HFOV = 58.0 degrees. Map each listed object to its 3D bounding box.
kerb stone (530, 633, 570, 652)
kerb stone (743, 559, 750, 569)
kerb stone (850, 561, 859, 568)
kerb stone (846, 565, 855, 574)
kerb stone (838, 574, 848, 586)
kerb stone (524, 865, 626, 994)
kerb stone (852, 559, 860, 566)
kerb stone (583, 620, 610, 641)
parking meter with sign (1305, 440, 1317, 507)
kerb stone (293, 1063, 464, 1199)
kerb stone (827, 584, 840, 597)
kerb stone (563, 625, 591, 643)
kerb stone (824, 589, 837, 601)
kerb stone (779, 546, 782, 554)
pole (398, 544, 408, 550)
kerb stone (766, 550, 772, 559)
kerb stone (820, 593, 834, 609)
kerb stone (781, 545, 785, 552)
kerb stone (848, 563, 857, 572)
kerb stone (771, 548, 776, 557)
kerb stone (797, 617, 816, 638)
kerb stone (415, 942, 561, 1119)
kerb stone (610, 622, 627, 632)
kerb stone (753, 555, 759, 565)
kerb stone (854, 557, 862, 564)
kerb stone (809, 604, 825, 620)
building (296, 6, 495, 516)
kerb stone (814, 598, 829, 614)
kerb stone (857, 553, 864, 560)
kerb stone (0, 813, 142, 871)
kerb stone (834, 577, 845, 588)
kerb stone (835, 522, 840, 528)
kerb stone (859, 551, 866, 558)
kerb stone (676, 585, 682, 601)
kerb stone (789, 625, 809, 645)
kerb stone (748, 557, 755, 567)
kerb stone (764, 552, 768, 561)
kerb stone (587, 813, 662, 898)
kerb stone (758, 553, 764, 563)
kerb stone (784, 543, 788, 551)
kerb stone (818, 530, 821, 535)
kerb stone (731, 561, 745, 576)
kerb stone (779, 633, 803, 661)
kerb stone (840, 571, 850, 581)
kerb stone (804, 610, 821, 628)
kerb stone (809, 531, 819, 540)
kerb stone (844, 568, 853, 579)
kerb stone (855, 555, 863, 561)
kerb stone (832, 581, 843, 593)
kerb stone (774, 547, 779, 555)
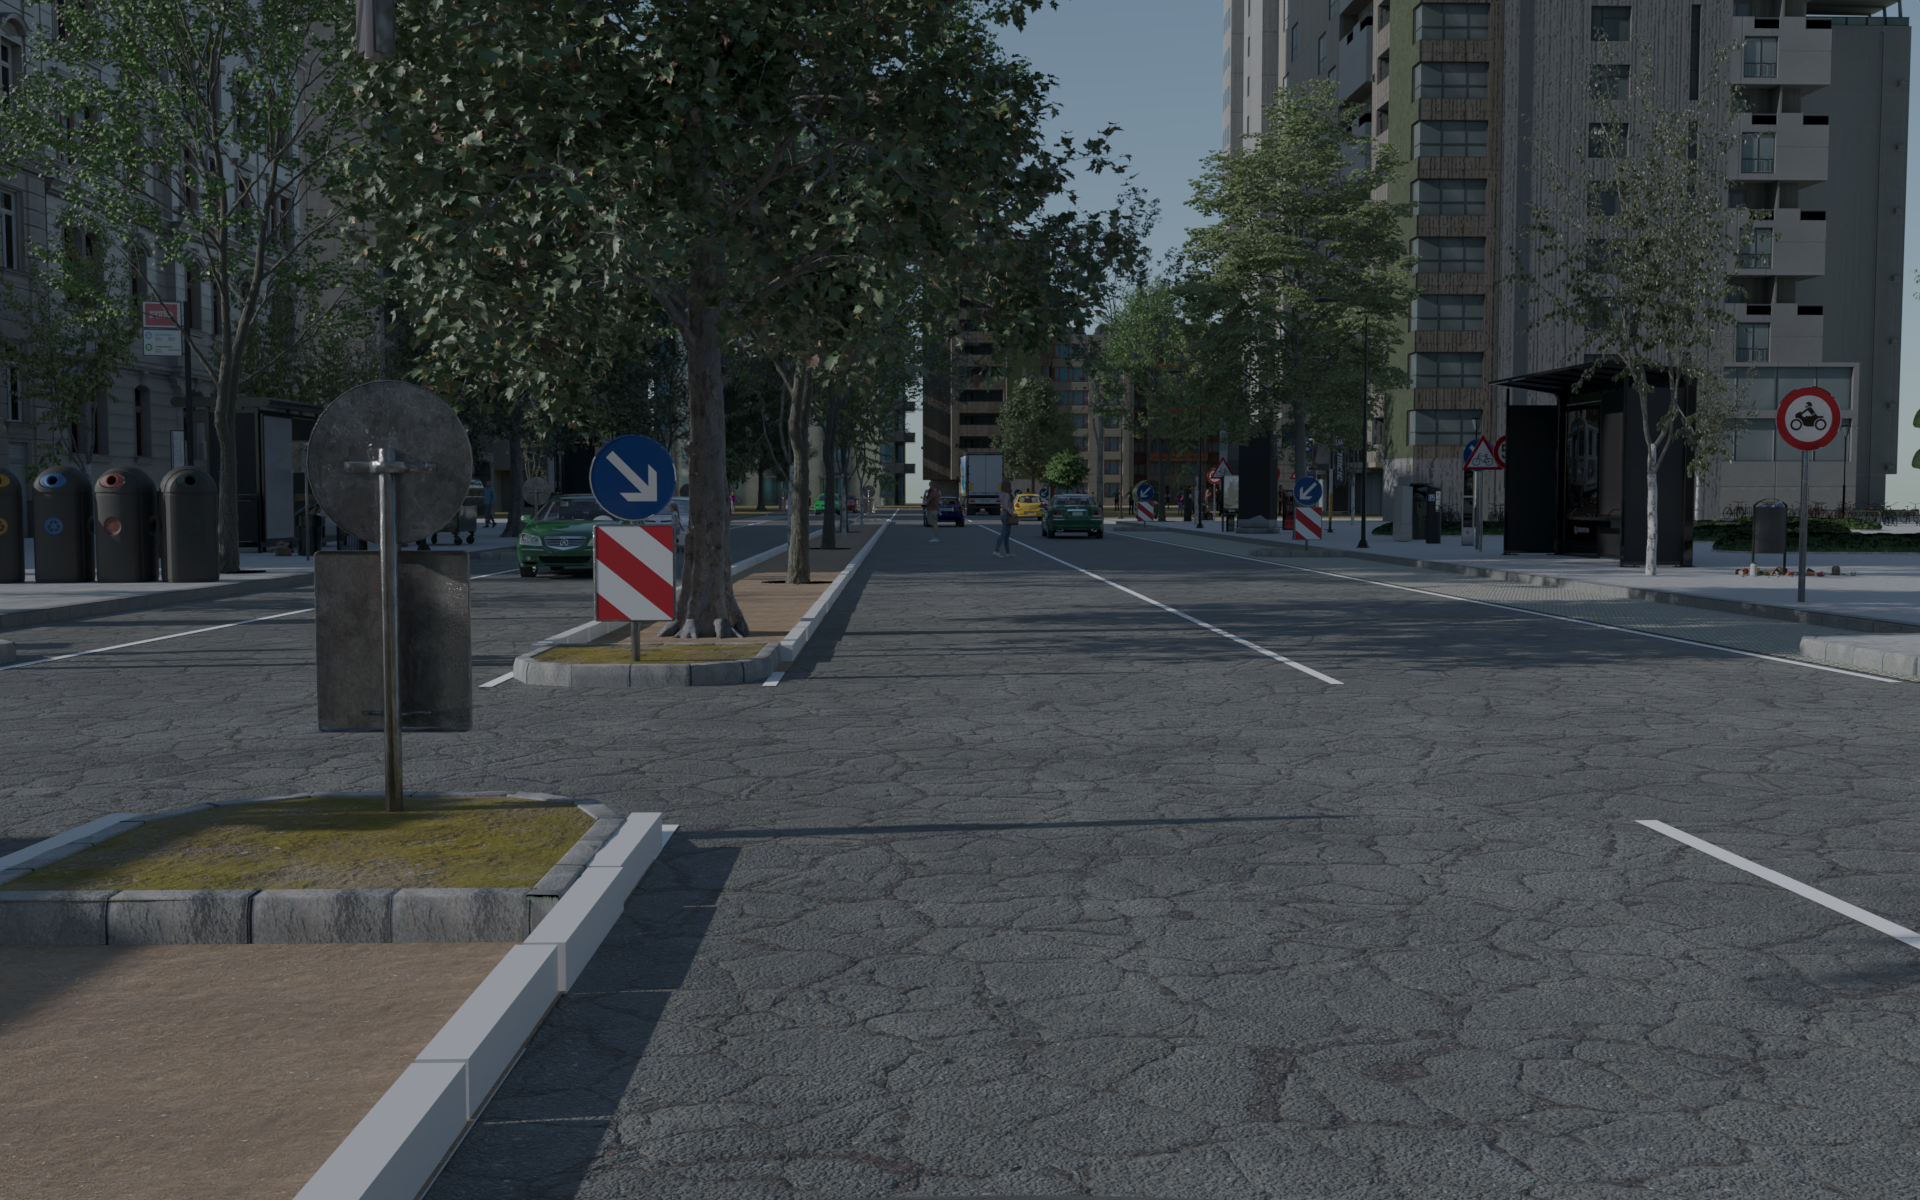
[{"bbox_3d":[-3.598,0.430,15.167,0.120,0.150,1.000,0,4,-2],"label":"kerb stone"},{"bbox_3d":[-4.105,-0.637,32.615,0.120,0.150,1.000,0,4,-2],"label":"kerb stone"},{"bbox_3d":[-1.974,-0.577,31.624,0.120,0.150,1.000,0,4,-2],"label":"kerb stone"},{"bbox_3d":[-1.907,-0.451,29.576,0.120,0.150,1.000,0,4,-2],"label":"kerb stone"},{"bbox_3d":[-1.828,-0.263,26.494,0.120,0.150,1.000,0,4,-2],"label":"kerb stone"},{"bbox_3d":[-1.203,1.024,5.456,0.120,0.150,1.000,0,4,-2],"label":"kerb stone"},{"bbox_3d":[-2.011,-0.639,32.650,0.120,0.150,1.000,0,4,-2],"label":"kerb stone"},{"bbox_3d":[-3.651,0.306,17.218,0.120,0.150,1.000,0,4,-2],"label":"kerb stone"},{"bbox_3d":[11.099,-3.610,55.283,0.543,3.016,1.738,0,4,2],"label":"parking meter with sign"},{"bbox_3d":[-1.161,1.149,3.410,0.120,0.150,1.000,0,4,-2],"label":"kerb stone"},{"bbox_3d":[-1.738,-0.075,23.425,0.120,0.150,1.000,0,4,-2],"label":"kerb stone"},{"bbox_3d":[-3.625,0.367,16.193,0.120,0.150,1.000,0,4,-2],"label":"kerb stone"},{"bbox_3d":[-1.710,-0.012,22.395,0.120,0.150,1.000,0,4,-2],"label":"kerb stone"},{"bbox_3d":[-4.341,-1.138,40.798,0.120,0.150,1.000,0,4,-2],"label":"kerb stone"},{"bbox_3d":[-13.398,-2.924,41.652,0.158,3.312,0.155,0,3,0],"label":"pole"},{"bbox_3d":[-4.258,-0.944,37.730,0.120,0.150,1.000,0,4,-2],"label":"kerb stone"},{"bbox_3d":[-1.673,0.050,21.373,0.120,0.150,1.000,0,4,-2],"label":"kerb stone"},{"bbox_3d":[-4.377,-1.200,41.821,0.120,0.150,1.000,0,4,-2],"label":"kerb stone"},{"bbox_3d":[-1.946,-0.514,30.600,0.120,0.150,1.000,0,4,-2],"label":"kerb stone"},{"bbox_3d":[-4.277,-1.013,38.754,0.120,0.150,1.000,0,4,-2],"label":"kerb stone"},{"bbox_3d":[-1.551,0.301,17.271,0.120,0.150,1.000,0,4,-2],"label":"kerb stone"},{"bbox_3d":[-1.191,1.086,4.434,0.120,0.150,1.000,0,4,-2],"label":"kerb stone"},{"bbox_3d":[-3.679,0.242,18.245,0.120,0.150,1.000,0,4,-2],"label":"kerb stone"},{"bbox_3d":[-4.170,-0.762,34.659,0.120,0.150,1.000,0,4,-2],"label":"kerb stone"},{"bbox_3d":[-2.037,-0.703,33.685,0.120,0.150,1.000,0,4,-2],"label":"kerb stone"},{"bbox_3d":[-1.616,0.176,19.317,0.120,0.150,1.000,0,4,-2],"label":"kerb stone"},{"bbox_3d":[-38.111,-40.317,97.432,20.563,71.187,20.611,0,4,-2],"label":"building"},{"bbox_3d":[-1.651,0.117,20.343,0.120,0.150,1.000,0,4,-2],"label":"kerb stone"},{"bbox_3d":[-2.101,-0.828,35.737,0.120,0.150,1.000,0,4,-2],"label":"kerb stone"},{"bbox_3d":[-3.339,0.964,6.481,0.120,0.150,1.000,0,4,-2],"label":"kerb stone"},{"bbox_3d":[-1.801,-0.197,25.469,0.120,0.150,1.000,0,4,-2],"label":"kerb stone"},{"bbox_3d":[-5.421,-3.395,77.695,0.120,0.150,1.000,0,4,-2],"label":"kerb stone"},{"bbox_3d":[-2.126,-0.891,36.770,0.120,0.150,1.000,0,4,-2],"label":"kerb stone"},{"bbox_3d":[-3.841,-0.072,23.370,0.120,0.150,1.000,0,4,-2],"label":"kerb stone"},{"bbox_3d":[-1.532,0.371,16.250,0.120,0.150,1.000,0,4,-2],"label":"kerb stone"},{"bbox_3d":[-4.129,-0.700,33.637,0.120,0.150,1.000,0,4,-2],"label":"kerb stone"},{"bbox_3d":[-4.225,-0.888,36.708,0.120,0.150,1.000,0,4,-2],"label":"kerb stone"},{"bbox_3d":[-1.246,0.961,6.478,0.120,0.150,1.000,0,4,-2],"label":"kerb stone"},{"bbox_3d":[-4.193,-0.825,35.687,0.120,0.150,1.000,0,4,-2],"label":"kerb stone"},{"bbox_3d":[-4.395,-1.262,42.849,0.120,0.150,1.000,0,4,-2],"label":"kerb stone"},{"bbox_3d":[-4.855,-2.203,58.241,0.120,0.150,1.000,0,4,-2],"label":"kerb stone"},{"bbox_3d":[-4.074,-0.575,31.594,0.120,0.150,1.000,0,4,-2],"label":"kerb stone"},{"bbox_3d":[-1.499,0.426,15.228,0.120,0.150,1.000,0,4,-2],"label":"kerb stone"},{"bbox_3d":[-1.861,-0.326,27.523,0.120,0.150,1.000,0,4,-2],"label":"kerb stone"},{"bbox_3d":[-1.583,0.239,18.296,0.120,0.150,1.000,0,4,-2],"label":"kerb stone"},{"bbox_3d":[-4.823,-2.142,57.219,0.120,0.150,1.000,0,4,-2],"label":"kerb stone"},{"bbox_3d":[-1.890,-0.389,28.553,0.120,0.150,1.000,0,4,-2],"label":"kerb stone"},{"bbox_3d":[-2.063,-0.765,34.709,0.120,0.150,1.000,0,4,-2],"label":"kerb stone"},{"bbox_3d":[-1.767,-0.138,24.447,0.120,0.150,1.000,0,4,-2],"label":"kerb stone"},{"bbox_3d":[-4.314,-1.071,39.776,0.120,0.150,1.000,0,4,-2],"label":"kerb stone"}]
